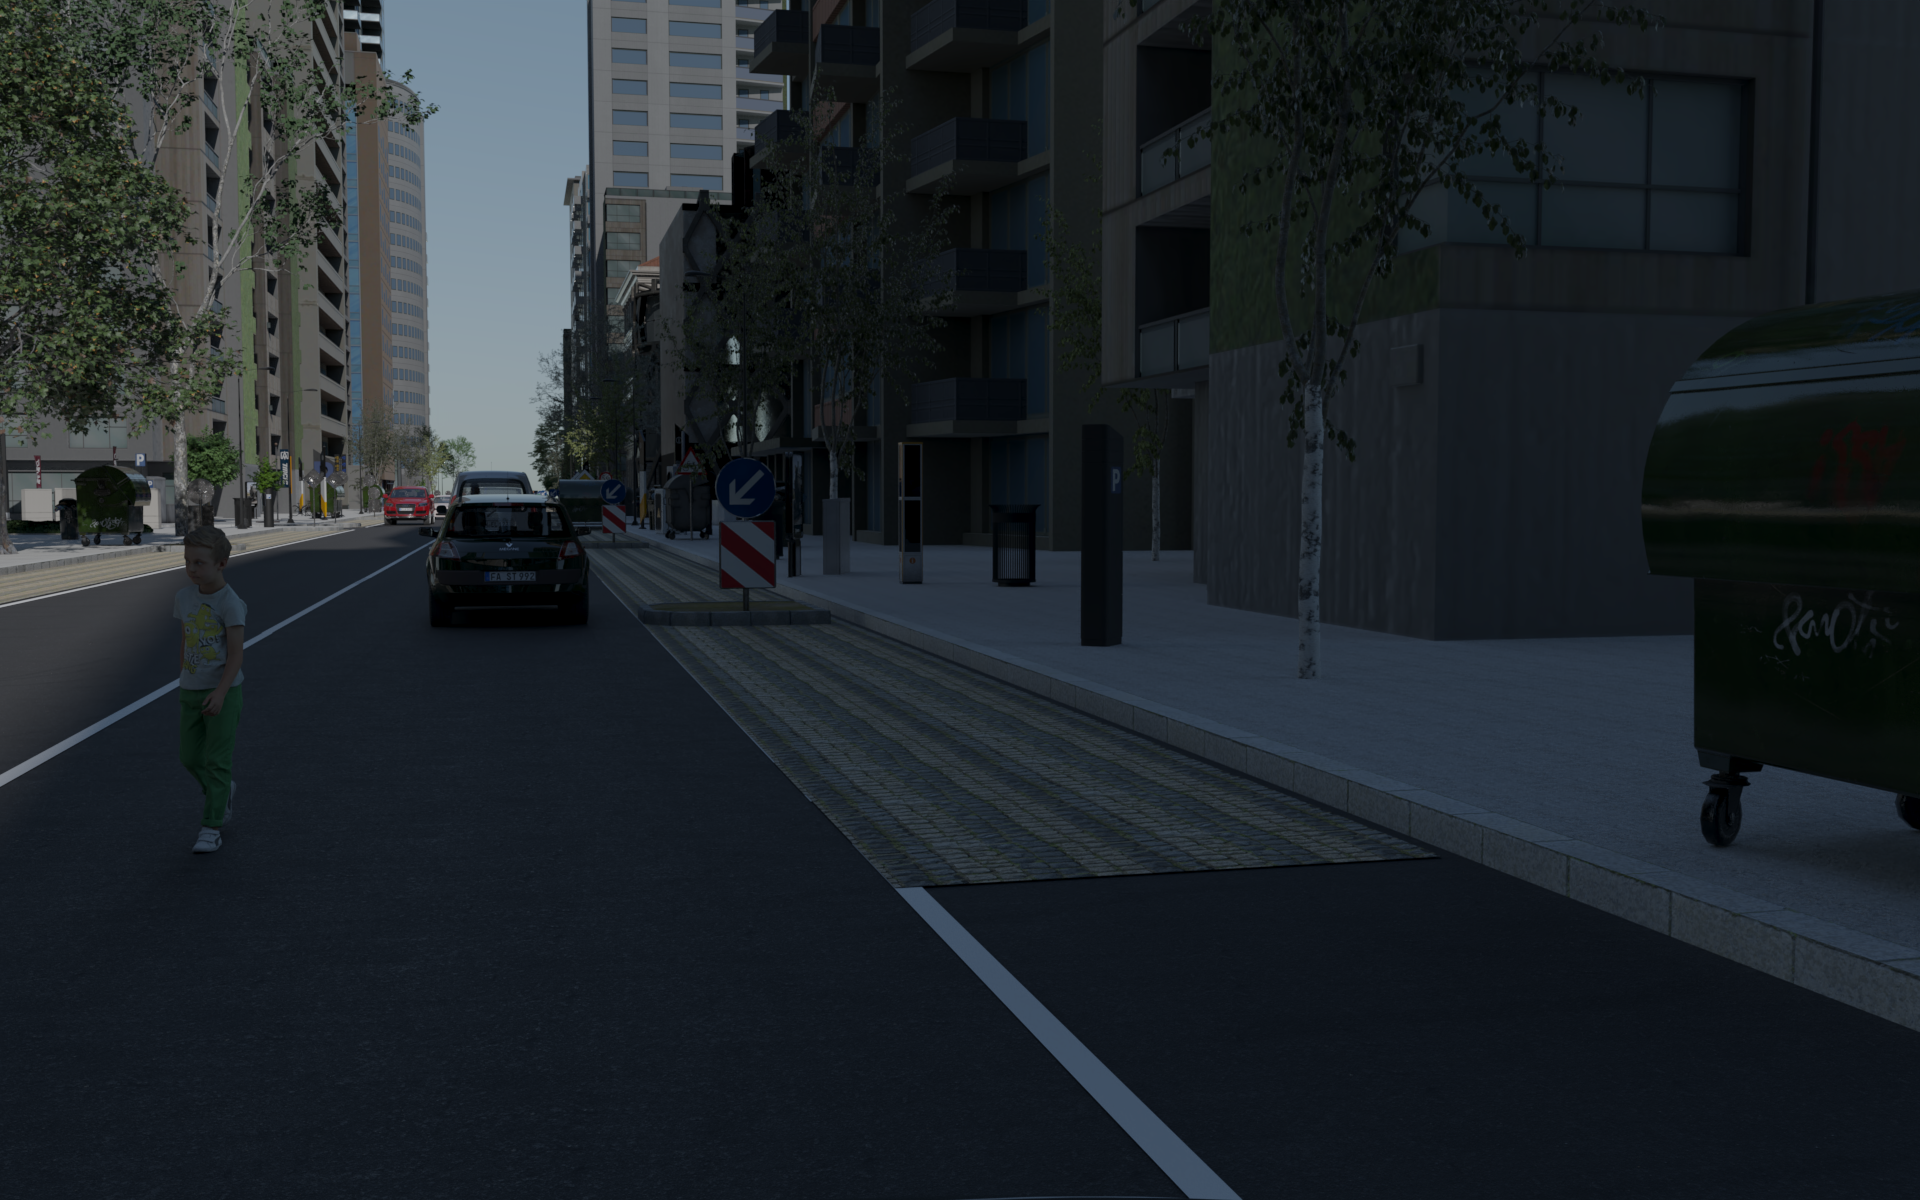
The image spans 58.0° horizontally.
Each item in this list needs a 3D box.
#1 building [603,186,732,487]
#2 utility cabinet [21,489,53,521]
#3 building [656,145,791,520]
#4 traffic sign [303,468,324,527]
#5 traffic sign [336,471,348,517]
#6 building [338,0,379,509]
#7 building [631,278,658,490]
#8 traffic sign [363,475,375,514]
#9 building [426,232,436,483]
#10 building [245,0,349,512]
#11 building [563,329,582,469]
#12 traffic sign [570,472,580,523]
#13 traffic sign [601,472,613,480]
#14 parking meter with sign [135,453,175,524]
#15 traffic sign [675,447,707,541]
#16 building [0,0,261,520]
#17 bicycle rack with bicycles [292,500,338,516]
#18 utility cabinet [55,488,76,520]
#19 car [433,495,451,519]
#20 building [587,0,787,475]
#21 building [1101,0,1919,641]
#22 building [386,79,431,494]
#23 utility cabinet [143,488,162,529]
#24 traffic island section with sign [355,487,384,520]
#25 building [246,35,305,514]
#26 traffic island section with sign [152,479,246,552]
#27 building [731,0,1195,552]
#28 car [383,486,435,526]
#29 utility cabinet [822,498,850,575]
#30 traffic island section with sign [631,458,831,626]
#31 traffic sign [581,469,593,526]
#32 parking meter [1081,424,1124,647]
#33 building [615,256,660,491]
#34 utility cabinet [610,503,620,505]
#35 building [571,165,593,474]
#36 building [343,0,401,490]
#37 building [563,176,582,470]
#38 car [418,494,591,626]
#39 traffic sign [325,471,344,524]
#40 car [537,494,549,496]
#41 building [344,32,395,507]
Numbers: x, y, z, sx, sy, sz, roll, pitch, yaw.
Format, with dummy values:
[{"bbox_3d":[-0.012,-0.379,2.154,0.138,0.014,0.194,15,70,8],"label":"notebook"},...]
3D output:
[{"bbox_3d":[-27.184,-24.171,166.890,14.160,30.474,14.107,-1,4,-14],"label":"building"},{"bbox_3d":[-40.076,-4.068,75.187,0.318,1.500,1.173,2,4,34],"label":"utility cabinet"},{"bbox_3d":[-6.727,-13.707,91.568,16.811,18.784,16.820,-1,4,-14],"label":"building"},{"bbox_3d":[-25.203,-3.910,67.578,0.795,2.450,0.064,-1,4,-14],"label":"traffic sign"},{"bbox_3d":[-34.071,-5.825,95.352,0.768,2.556,0.104,-1,4,-12],"label":"traffic sign"},{"bbox_3d":[-63.129,-43.713,152.961,20.563,71.187,20.611,-1,4,-14],"label":"building"},{"bbox_3d":[-15.072,-15.722,124.501,16.820,18.784,16.811,-1,4,-14],"label":"building"},{"bbox_3d":[-38.657,-6.926,113.351,0.768,2.556,0.104,-1,4,-12],"label":"traffic sign"},{"bbox_3d":[-94.536,-39.755,269.603,23.786,49.044,30.456,-1,4,-14],"label":"building"},{"bbox_3d":[-59.368,-31.098,132.154,21.300,48.544,21.600,-1,4,-14],"label":"building"},{"bbox_3d":[-61.820,-32.400,301.437,14.160,30.474,14.107,-1,4,-14],"label":"building"},{"bbox_3d":[-17.143,-4.538,77.841,0.795,2.450,0.064,-1,4,-14],"label":"traffic sign"},{"bbox_3d":[-20.027,-5.990,98.040,0.768,2.556,0.104,0,4,-7],"label":"traffic sign"},{"bbox_3d":[-34.864,-4.828,75.194,0.543,3.016,1.738,1,4,21],"label":"parking meter with sign"},{"bbox_3d":[-7.375,-2.907,47.531,0.884,2.594,0.081,0,4,-6],"label":"traffic sign"},{"bbox_3d":[-44.081,-24.665,86.872,14.154,41.232,14.086,-1,4,-14],"label":"building"},{"bbox_3d":[-37.429,-5.343,100.734,2.925,0.926,2.852,-2,4,-26],"label":"bicycle rack with bicycles"},{"bbox_3d":[-32.468,-3.333,63.172,0.318,1.500,1.173,1,4,8],"label":"utility cabinet"},{"bbox_3d":[-29.301,-5.291,98.865,2.083,1.381,4.827,-1,4,-15],"label":"car"},{"bbox_3d":[-29.349,-39.475,187.423,21.231,58.520,28.212,-1,4,-14],"label":"building"},{"bbox_3d":[9.251,-20.710,22.206,14.154,41.232,14.086,-1,4,-14],"label":"building"},{"bbox_3d":[-85.735,-42.741,240.817,21.231,58.520,28.212,-1,4,-14],"label":"building"},{"bbox_3d":[-29.857,-3.340,63.289,1.173,1.500,0.318,0,4,-6],"label":"utility cabinet"},{"bbox_3d":[-32.597,-5.376,96.531,1.989,1.847,2.006,-1,4,-14],"label":"traffic island section with sign"},{"bbox_3d":[-49.669,-20.602,108.540,14.160,30.474,14.107,-1,4,-14],"label":"building"},{"bbox_3d":[-19.148,-2.142,43.648,1.989,1.847,2.006,-1,4,-14],"label":"traffic island section with sign"},{"bbox_3d":[5.378,-24.314,52.159,22.147,44.769,28.867,-1,4,-14],"label":"building"},{"bbox_3d":[-25.638,-4.406,80.703,2.281,1.827,5.304,-1,4,-14],"label":"car"},{"bbox_3d":[-2.002,-1.030,28.009,0.306,1.237,1.020,0,4,5],"label":"utility cabinet"},{"bbox_3d":[-2.620,-0.672,19.615,1.989,1.847,2.006,-1,4,-14],"label":"traffic island section with sign"},{"bbox_3d":[-15.173,-4.065,70.102,0.795,2.450,0.064,-1,4,-14],"label":"traffic sign"},{"bbox_3d":[1.208,-0.550,14.697,0.255,1.863,0.399,2,4,27],"label":"parking meter"},{"bbox_3d":[-21.816,-18.720,142.222,11.583,22.565,21.152,-1,4,-14],"label":"building"},{"bbox_3d":[-19.241,-5.142,95.237,1.020,1.237,0.306,-3,4,-36],"label":"utility cabinet"},{"bbox_3d":[-45.226,-38.790,253.817,23.786,49.044,30.456,-1,4,-14],"label":"building"},{"bbox_3d":[-73.772,-53.720,190.993,22.319,86.520,31.000,-1,4,-14],"label":"building"},{"bbox_3d":[-49.315,-42.402,282.507,28.713,52.752,27.495,-1,4,-14],"label":"building"},{"bbox_3d":[-5.311,-0.643,20.298,2.009,1.686,4.222,-1,4,-15],"label":"car"},{"bbox_3d":[-27.174,-4.384,75.317,0.795,2.450,0.064,-1,4,-14],"label":"traffic sign"},{"bbox_3d":[-47.132,-11.416,195.452,1.959,1.807,4.718,-1,4,-14],"label":"car"},{"bbox_3d":[-64.073,-31.885,171.437,14.600,45.320,14.200,-1,4,-14],"label":"building"}]
